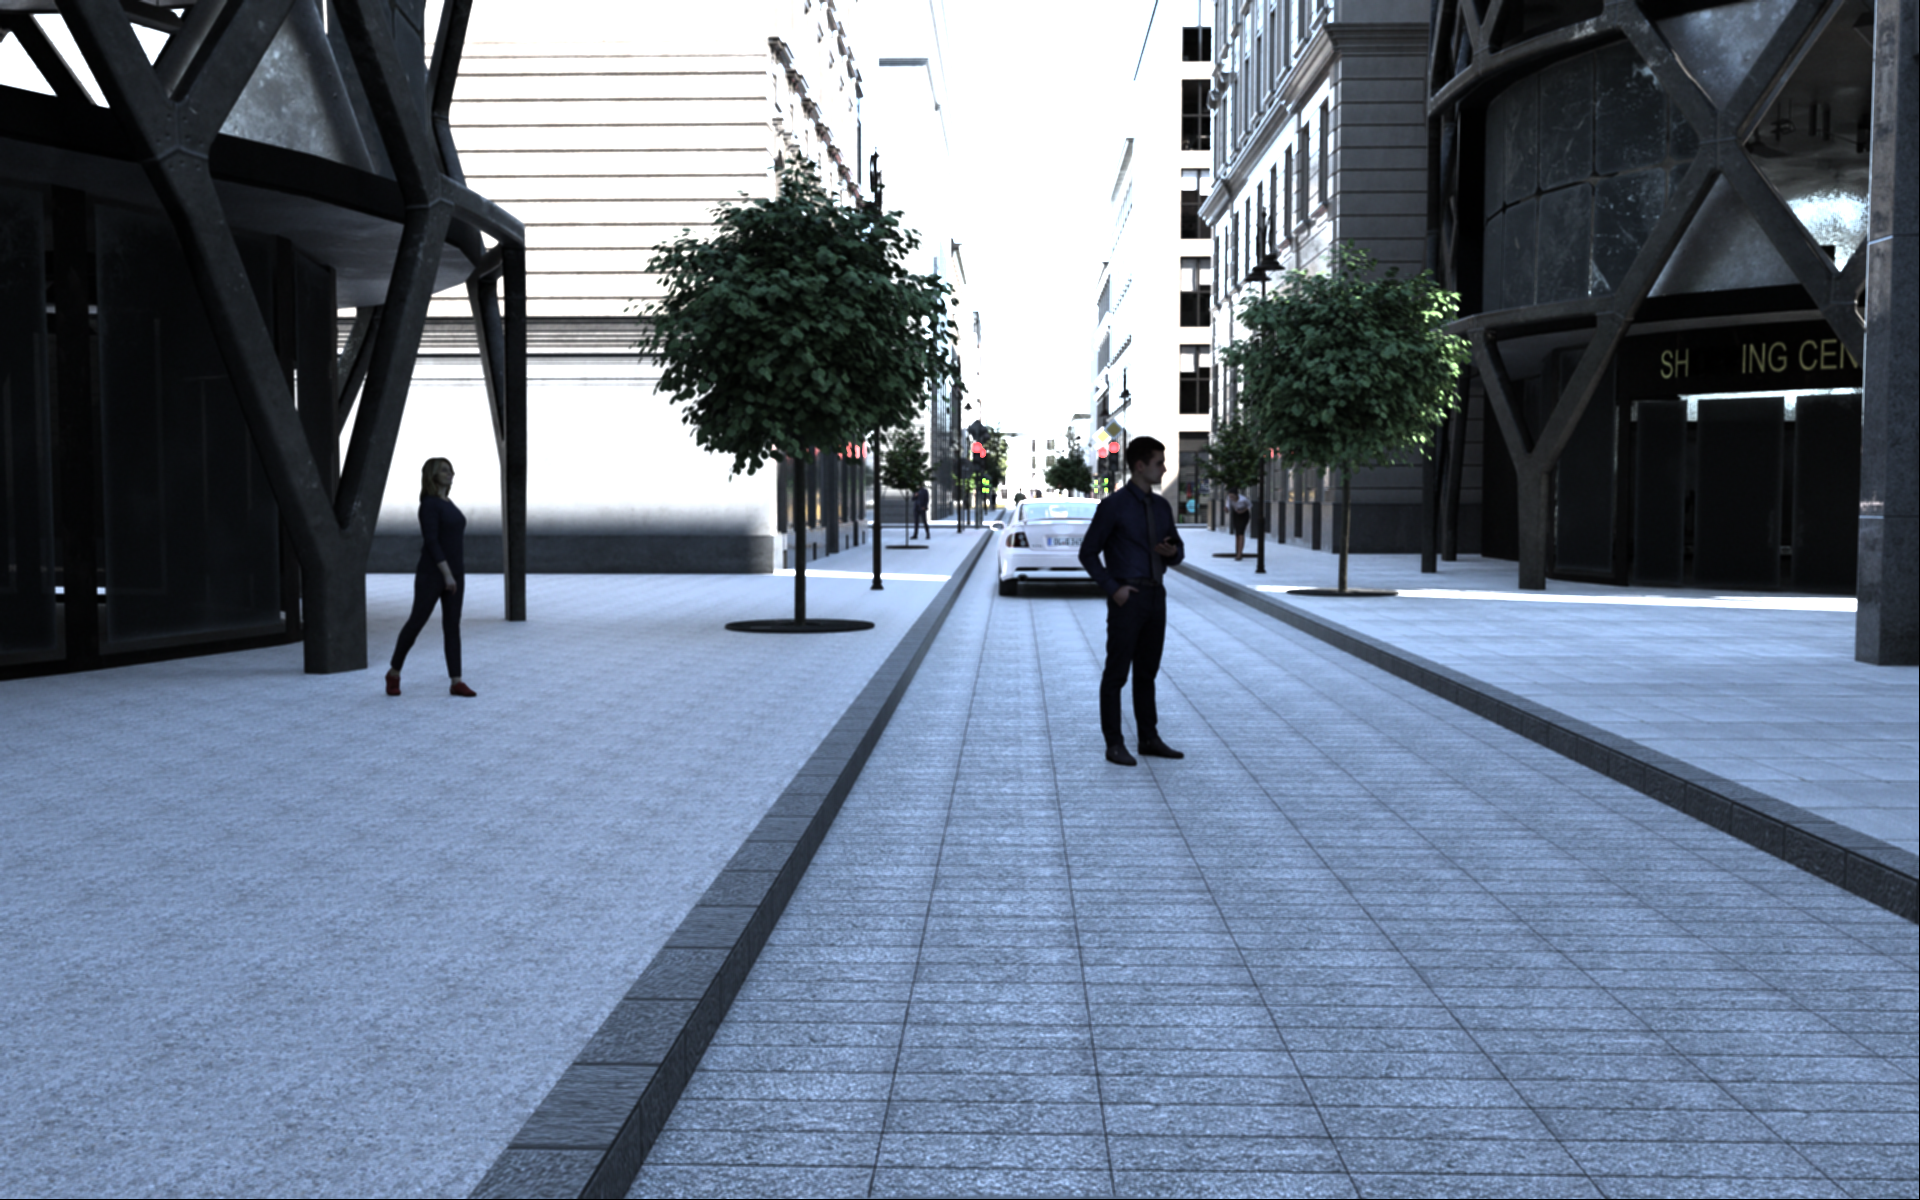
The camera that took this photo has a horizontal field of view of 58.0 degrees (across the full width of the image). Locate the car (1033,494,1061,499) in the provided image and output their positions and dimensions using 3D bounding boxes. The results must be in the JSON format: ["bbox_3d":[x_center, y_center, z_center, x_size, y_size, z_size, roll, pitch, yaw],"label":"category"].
[{"bbox_3d":[3.864,-4.075,76.843,2.015,1.641,3.980,0,4,2],"label":"car"}]

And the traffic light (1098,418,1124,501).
[{"bbox_3d":[5.604,-4.542,63.502,0.839,4.213,0.868,0,4,2],"label":"traffic light"}]

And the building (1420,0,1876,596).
[{"bbox_3d":[15.593,-9.727,26.481,16.820,18.784,16.811,0,4,2],"label":"building"}]

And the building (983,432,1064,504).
[{"bbox_3d":[15.028,-18.063,237.480,28.070,9.664,9.099,0,4,2],"label":"building"}]

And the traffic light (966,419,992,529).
[{"bbox_3d":[0.644,-4.550,63.643,0.839,4.213,0.868,0,4,2],"label":"traffic light"}]

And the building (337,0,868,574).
[{"bbox_3d":[-7.381,-11.439,36.178,9.793,20.994,18.267,0,4,2],"label":"building"}]

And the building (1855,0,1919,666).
[{"bbox_3d":[12.568,-11.280,2.459,12.078,24.808,19.932,0,4,2],"label":"building"}]

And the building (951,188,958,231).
[{"bbox_3d":[-7.164,-21.224,132.918,13.634,28.700,20.117,0,4,2],"label":"building"}]

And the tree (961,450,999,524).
[{"bbox_3d":[0.505,-4.947,75.485,1.663,3.219,1.824,0,3,0],"label":"tree"}]

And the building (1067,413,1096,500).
[{"bbox_3d":[16.288,-14.470,178.725,9.099,9.664,28.070,0,4,2],"label":"building"}]

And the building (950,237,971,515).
[{"bbox_3d":[-4.799,-15.219,113.462,10.561,19.102,19.286,0,4,2],"label":"building"}]

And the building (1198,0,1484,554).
[{"bbox_3d":[14.013,-15.353,48.280,12.463,27.353,25.104,0,4,2],"label":"building"}]

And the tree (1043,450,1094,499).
[{"bbox_3d":[8.153,-8.825,128.009,4.285,4.588,4.351,0,3,0],"label":"tree"}]

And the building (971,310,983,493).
[{"bbox_3d":[-13.744,-22.205,207.028,32.646,21.610,27.936,0,4,2],"label":"building"}]

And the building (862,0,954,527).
[{"bbox_3d":[-6.385,-19.033,88.676,11.434,29.767,29.804,0,4,2],"label":"building"}]

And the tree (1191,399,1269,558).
[{"bbox_3d":[5.525,-2.490,35.311,1.663,3.219,1.824,0,3,0],"label":"tree"}]

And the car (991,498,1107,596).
[{"bbox_3d":[1.496,-0.821,25.781,2.083,1.381,4.827,0,4,1],"label":"car"}]

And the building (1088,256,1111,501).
[{"bbox_3d":[16.291,-18.334,135.910,11.583,22.565,21.152,0,4,2],"label":"building"}]

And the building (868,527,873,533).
[{"bbox_3d":[-17.752,-17.022,55.796,29.804,29.767,11.434,0,4,2],"label":"building"}]

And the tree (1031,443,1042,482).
[{"bbox_3d":[11.323,-16.724,223.793,4.360,8.622,3.978,0,3,0],"label":"tree"}]

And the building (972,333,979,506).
[{"bbox_3d":[-5.994,-20.060,184.399,16.016,20.091,11.380,0,4,2],"label":"building"}]

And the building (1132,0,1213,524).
[{"bbox_3d":[25.931,-17.000,82.462,34.151,26.468,19.350,0,4,2],"label":"building"}]

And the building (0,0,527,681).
[{"bbox_3d":[-12.437,-8.921,13.304,16.820,18.784,16.811,0,4,2],"label":"building"}]

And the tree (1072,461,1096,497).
[{"bbox_3d":[7.417,-6.515,101.120,1.663,3.219,1.824,0,3,0],"label":"tree"}]

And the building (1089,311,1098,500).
[{"bbox_3d":[19.853,-18.429,157.727,16.016,20.091,11.380,0,4,2],"label":"building"}]

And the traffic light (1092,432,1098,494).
[{"bbox_3d":[5.857,-5.030,71.483,0.839,4.213,0.868,0,4,2],"label":"traffic light"}]

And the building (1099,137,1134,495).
[{"bbox_3d":[17.539,-16.901,109.622,16.112,22.955,30.059,0,4,2],"label":"building"}]

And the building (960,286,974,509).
[{"bbox_3d":[-7.430,-18.141,163.055,16.747,18.905,31.486,0,4,2],"label":"building"}]

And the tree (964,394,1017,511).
[{"bbox_3d":[2.257,-10.878,128.210,4.737,8.622,4.395,0,3,0],"label":"tree"}]

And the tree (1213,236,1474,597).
[{"bbox_3d":[4.865,-2.352,22.166,4.285,4.588,4.351,0,3,0],"label":"tree"}]

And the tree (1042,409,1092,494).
[{"bbox_3d":[9.543,-12.223,150.205,4.360,8.622,3.978,0,3,0],"label":"tree"}]

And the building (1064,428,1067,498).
[{"bbox_3d":[17.669,-16.199,207.005,9.099,9.664,28.070,0,4,2],"label":"building"}]
